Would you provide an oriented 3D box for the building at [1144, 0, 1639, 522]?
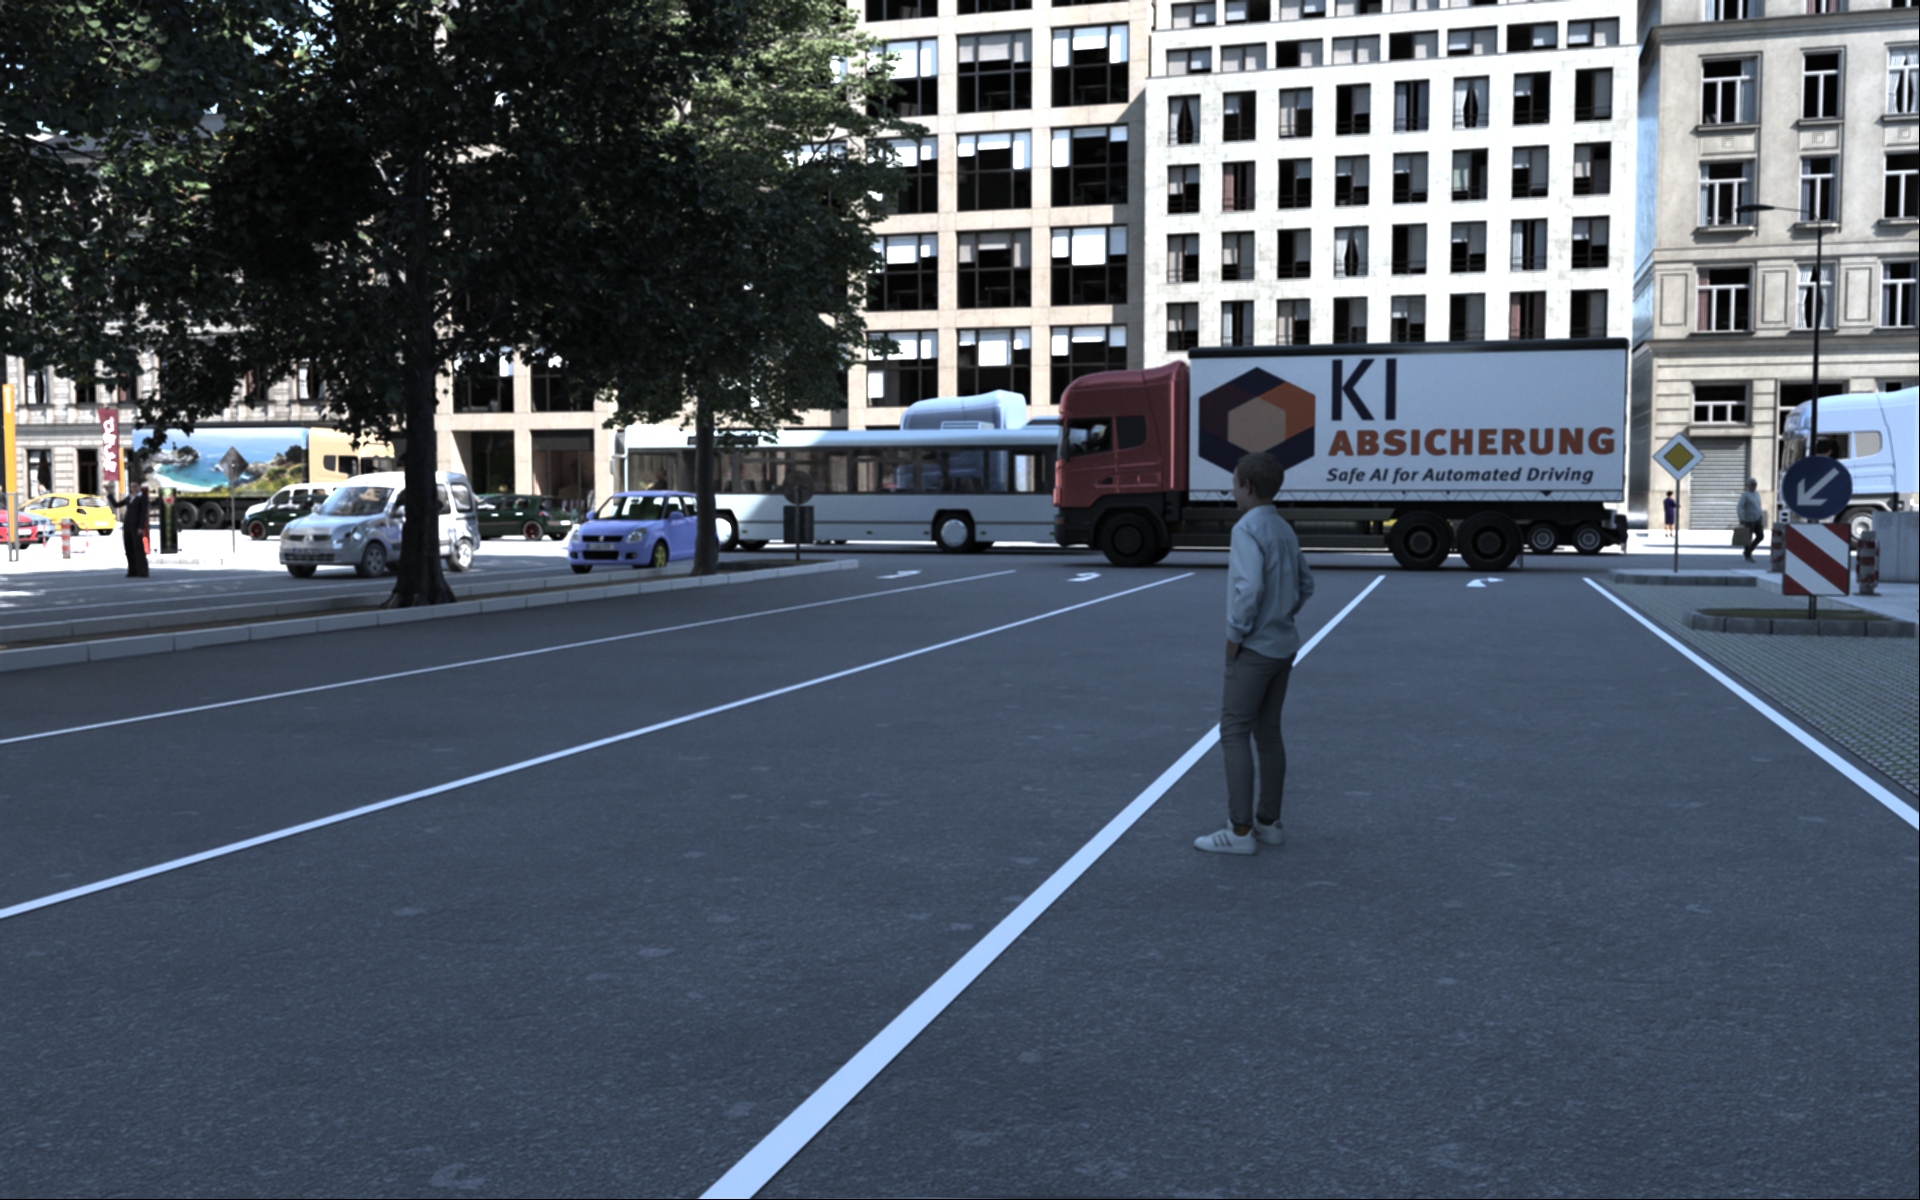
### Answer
[{"bbox_3d":[16.305,-12.928,66.124,16.860,20.320,10.420,1,4,16],"label":"building"}]

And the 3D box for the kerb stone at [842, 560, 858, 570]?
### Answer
[{"bbox_3d":[-2.170,-0.671,33.167,0.120,0.150,1.000,1,4,16],"label":"kerb stone"}]

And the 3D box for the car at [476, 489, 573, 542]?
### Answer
[{"bbox_3d":[-13.969,-2.658,53.248,4.222,1.686,2.009,1,4,16],"label":"car"}]

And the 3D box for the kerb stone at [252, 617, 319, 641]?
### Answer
[{"bbox_3d":[-6.821,0.295,17.367,0.120,0.150,1.000,1,4,16],"label":"kerb stone"}]

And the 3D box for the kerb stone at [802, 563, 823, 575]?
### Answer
[{"bbox_3d":[-2.752,-0.551,31.197,0.120,0.150,1.000,1,4,16],"label":"kerb stone"}]

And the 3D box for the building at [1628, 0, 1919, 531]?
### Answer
[{"bbox_3d":[39.946,-14.068,63.290,30.059,22.955,16.112,1,4,16],"label":"building"}]

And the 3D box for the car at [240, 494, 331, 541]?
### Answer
[{"bbox_3d":[-20.072,-2.661,53.294,4.222,1.686,2.009,1,4,18],"label":"car"}]

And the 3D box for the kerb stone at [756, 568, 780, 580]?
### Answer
[{"bbox_3d":[-3.328,-0.430,29.226,0.120,0.150,1.000,1,4,16],"label":"kerb stone"}]

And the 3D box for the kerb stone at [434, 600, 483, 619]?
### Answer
[{"bbox_3d":[-5.958,0.121,20.329,0.120,0.150,1.000,1,4,16],"label":"kerb stone"}]

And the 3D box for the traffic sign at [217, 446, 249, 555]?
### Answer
[{"bbox_3d":[-15.165,-1.987,36.123,0.795,2.450,0.064,1,4,16],"label":"traffic sign"}]

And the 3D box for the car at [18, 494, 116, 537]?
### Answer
[{"bbox_3d":[-31.063,-3.013,59.479,3.980,1.641,2.015,1,4,17],"label":"car"}]

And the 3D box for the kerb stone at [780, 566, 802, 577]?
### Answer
[{"bbox_3d":[-3.035,-0.488,30.210,0.120,0.150,1.000,1,4,16],"label":"kerb stone"}]

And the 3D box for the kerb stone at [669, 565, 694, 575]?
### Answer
[{"bbox_3d":[-5.056,-0.527,30.806,0.120,0.150,1.000,1,4,16],"label":"kerb stone"}]

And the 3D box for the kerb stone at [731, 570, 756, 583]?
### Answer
[{"bbox_3d":[-3.614,-0.361,28.240,0.120,0.150,1.000,1,4,16],"label":"kerb stone"}]

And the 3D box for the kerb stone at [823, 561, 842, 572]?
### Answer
[{"bbox_3d":[-2.463,-0.611,32.182,0.120,0.150,1.000,1,4,16],"label":"kerb stone"}]

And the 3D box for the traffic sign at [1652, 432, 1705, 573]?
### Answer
[{"bbox_3d":[11.688,-1.504,28.225,0.795,2.450,0.064,1,4,16],"label":"traffic sign"}]

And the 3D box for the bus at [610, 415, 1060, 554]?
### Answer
[{"bbox_3d":[-2.906,-2.942,42.969,13.247,3.499,2.948,1,4,14],"label":"bus"}]

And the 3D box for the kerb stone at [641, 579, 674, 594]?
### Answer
[{"bbox_3d":[-4.492,-0.186,25.275,0.120,0.150,1.000,1,4,16],"label":"kerb stone"}]

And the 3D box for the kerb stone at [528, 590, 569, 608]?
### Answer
[{"bbox_3d":[-5.367,-0.007,22.308,0.120,0.150,1.000,1,4,16],"label":"kerb stone"}]

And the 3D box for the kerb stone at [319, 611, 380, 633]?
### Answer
[{"bbox_3d":[-6.534,0.235,18.354,0.120,0.150,1.000,1,4,16],"label":"kerb stone"}]

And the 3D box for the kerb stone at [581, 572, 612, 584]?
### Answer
[{"bbox_3d":[-5.934,-0.345,27.840,0.120,0.150,1.000,1,4,16],"label":"kerb stone"}]

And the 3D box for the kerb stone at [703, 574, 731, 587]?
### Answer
[{"bbox_3d":[-3.908,-0.309,27.245,0.120,0.150,1.000,1,4,16],"label":"kerb stone"}]

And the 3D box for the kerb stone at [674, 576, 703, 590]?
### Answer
[{"bbox_3d":[-4.206,-0.247,26.262,0.120,0.150,1.000,1,4,16],"label":"kerb stone"}]

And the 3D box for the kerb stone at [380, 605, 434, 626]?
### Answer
[{"bbox_3d":[-6.239,0.177,19.341,0.120,0.150,1.000,1,4,16],"label":"kerb stone"}]

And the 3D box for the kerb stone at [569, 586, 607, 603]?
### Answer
[{"bbox_3d":[-5.074,-0.067,23.296,0.120,0.150,1.000,1,4,16],"label":"kerb stone"}]

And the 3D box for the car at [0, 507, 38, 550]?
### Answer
[{"bbox_3d":[-25.472,-2.123,43.744,4.494,1.783,2.155,1,4,16],"label":"car"}]

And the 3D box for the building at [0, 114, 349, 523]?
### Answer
[{"bbox_3d":[-33.963,-13.256,81.370,19.286,19.102,10.561,1,4,16],"label":"building"}]

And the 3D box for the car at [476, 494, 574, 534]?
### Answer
[{"bbox_3d":[-15.975,-3.010,61.017,4.920,1.459,2.131,1,4,17],"label":"car"}]

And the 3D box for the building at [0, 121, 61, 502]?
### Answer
[{"bbox_3d":[-55.157,-15.154,89.563,24.055,21.916,13.314,1,4,16],"label":"building"}]

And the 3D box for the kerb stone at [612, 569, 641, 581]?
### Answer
[{"bbox_3d":[-5.636,-0.405,28.824,0.120,0.150,1.000,1,4,16],"label":"kerb stone"}]

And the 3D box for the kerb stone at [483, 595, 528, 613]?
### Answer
[{"bbox_3d":[-5.656,0.054,21.310,0.120,0.150,1.000,1,4,16],"label":"kerb stone"}]

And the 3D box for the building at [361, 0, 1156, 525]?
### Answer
[{"bbox_3d":[-6.680,-16.737,78.160,34.151,26.468,19.350,1,4,16],"label":"building"}]

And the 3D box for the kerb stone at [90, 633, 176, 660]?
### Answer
[{"bbox_3d":[-7.404,0.416,15.397,0.120,0.150,1.000,1,4,16],"label":"kerb stone"}]

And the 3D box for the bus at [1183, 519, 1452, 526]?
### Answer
[{"bbox_3d":[10.641,-3.372,46.686,12.252,3.916,2.896,1,4,18],"label":"bus"}]

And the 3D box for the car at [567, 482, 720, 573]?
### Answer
[{"bbox_3d":[-5.866,-1.383,32.205,1.945,1.707,3.694,1,4,15],"label":"car"}]

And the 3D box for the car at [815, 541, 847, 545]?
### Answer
[{"bbox_3d":[-4.811,-2.426,49.882,3.980,1.641,2.015,1,4,15],"label":"car"}]

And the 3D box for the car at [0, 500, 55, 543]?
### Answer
[{"bbox_3d":[-28.407,-2.325,50.023,4.499,1.417,2.014,1,4,15],"label":"car"}]

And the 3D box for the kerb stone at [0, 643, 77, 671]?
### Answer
[{"bbox_3d":[-7.693,0.476,14.409,0.120,0.150,1.000,1,4,16],"label":"kerb stone"}]

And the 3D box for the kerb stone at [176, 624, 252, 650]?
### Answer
[{"bbox_3d":[-7.115,0.360,16.383,0.120,0.150,1.000,1,4,16],"label":"kerb stone"}]

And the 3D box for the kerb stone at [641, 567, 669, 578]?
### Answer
[{"bbox_3d":[-5.340,-0.462,29.819,0.120,0.150,1.000,1,4,16],"label":"kerb stone"}]

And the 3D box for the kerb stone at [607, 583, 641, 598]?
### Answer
[{"bbox_3d":[-4.787,-0.127,24.289,0.120,0.150,1.000,1,4,16],"label":"kerb stone"}]
